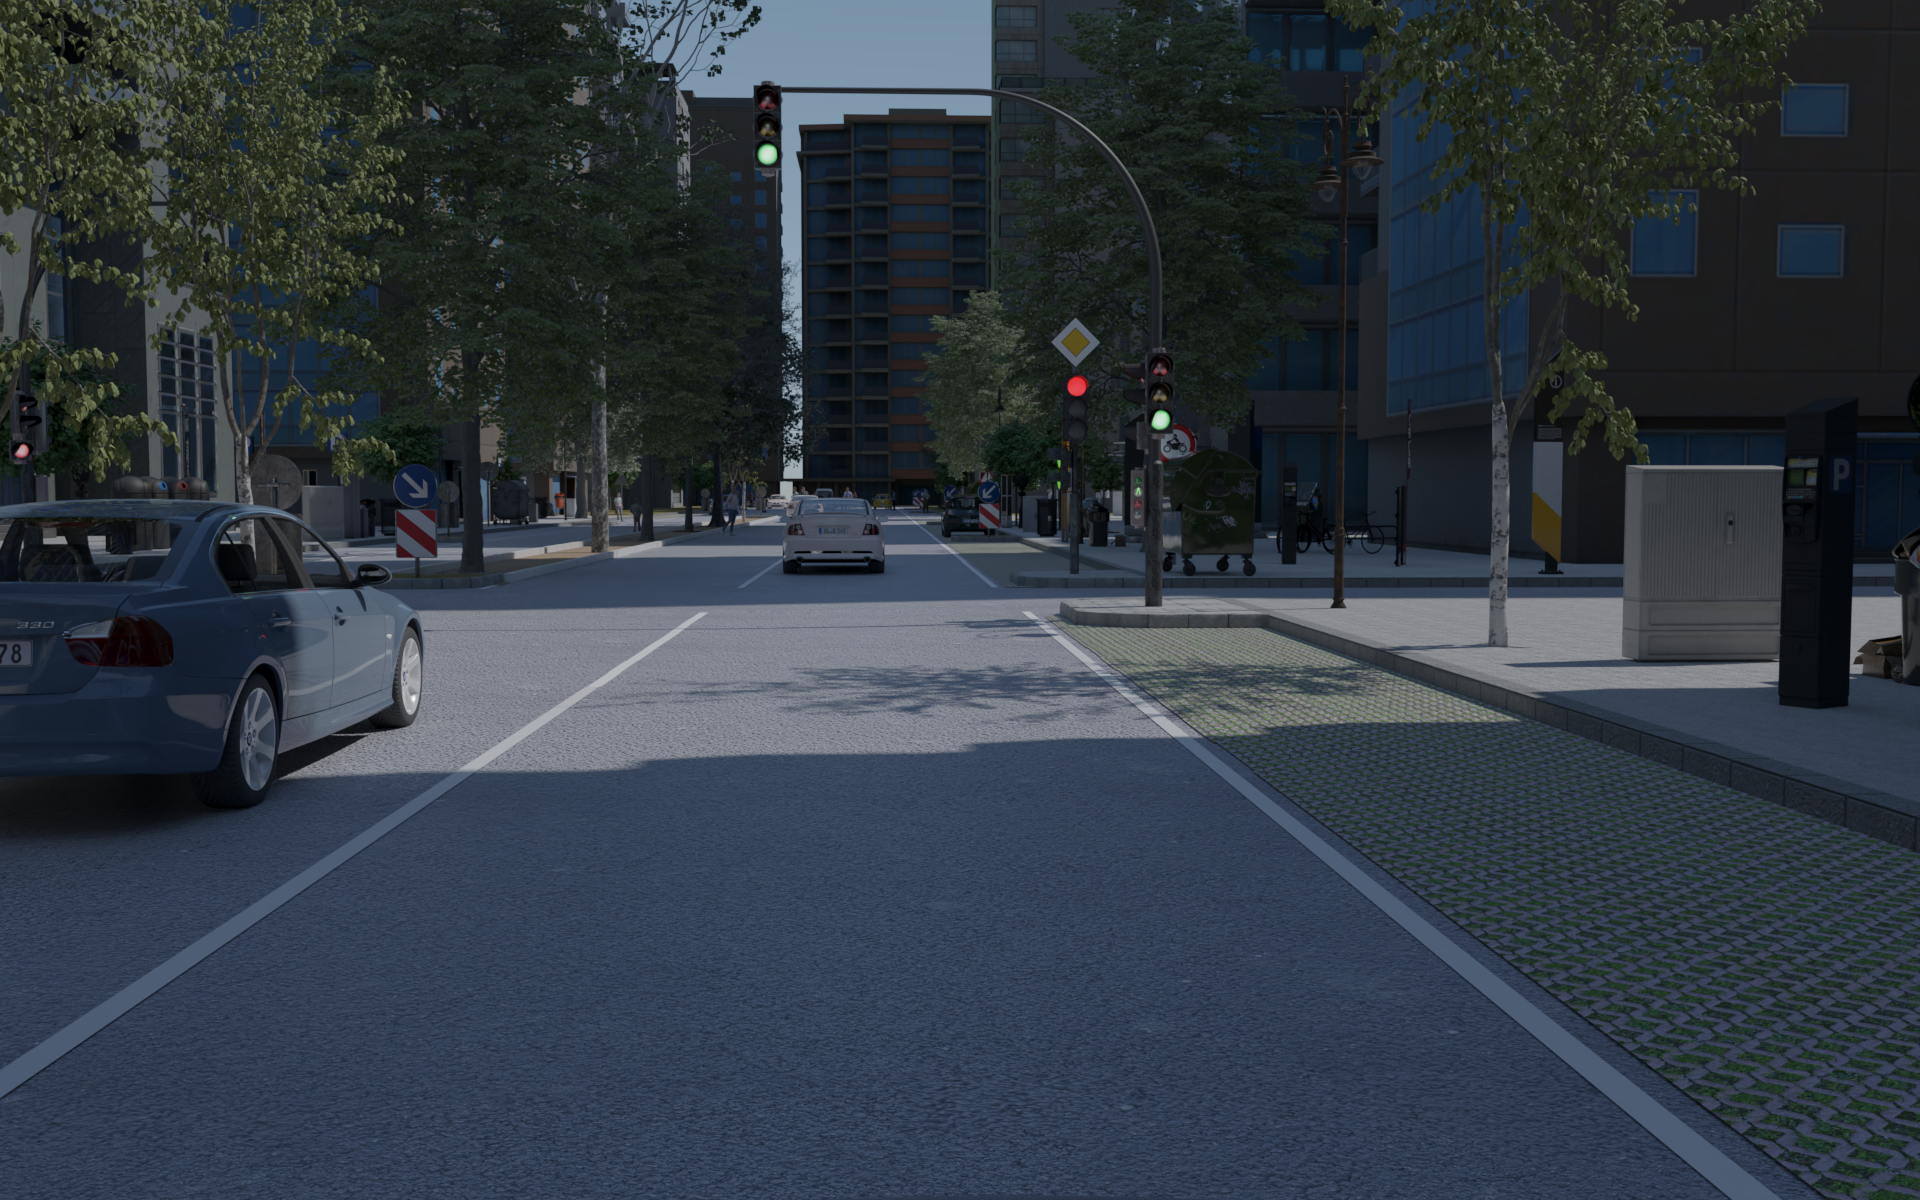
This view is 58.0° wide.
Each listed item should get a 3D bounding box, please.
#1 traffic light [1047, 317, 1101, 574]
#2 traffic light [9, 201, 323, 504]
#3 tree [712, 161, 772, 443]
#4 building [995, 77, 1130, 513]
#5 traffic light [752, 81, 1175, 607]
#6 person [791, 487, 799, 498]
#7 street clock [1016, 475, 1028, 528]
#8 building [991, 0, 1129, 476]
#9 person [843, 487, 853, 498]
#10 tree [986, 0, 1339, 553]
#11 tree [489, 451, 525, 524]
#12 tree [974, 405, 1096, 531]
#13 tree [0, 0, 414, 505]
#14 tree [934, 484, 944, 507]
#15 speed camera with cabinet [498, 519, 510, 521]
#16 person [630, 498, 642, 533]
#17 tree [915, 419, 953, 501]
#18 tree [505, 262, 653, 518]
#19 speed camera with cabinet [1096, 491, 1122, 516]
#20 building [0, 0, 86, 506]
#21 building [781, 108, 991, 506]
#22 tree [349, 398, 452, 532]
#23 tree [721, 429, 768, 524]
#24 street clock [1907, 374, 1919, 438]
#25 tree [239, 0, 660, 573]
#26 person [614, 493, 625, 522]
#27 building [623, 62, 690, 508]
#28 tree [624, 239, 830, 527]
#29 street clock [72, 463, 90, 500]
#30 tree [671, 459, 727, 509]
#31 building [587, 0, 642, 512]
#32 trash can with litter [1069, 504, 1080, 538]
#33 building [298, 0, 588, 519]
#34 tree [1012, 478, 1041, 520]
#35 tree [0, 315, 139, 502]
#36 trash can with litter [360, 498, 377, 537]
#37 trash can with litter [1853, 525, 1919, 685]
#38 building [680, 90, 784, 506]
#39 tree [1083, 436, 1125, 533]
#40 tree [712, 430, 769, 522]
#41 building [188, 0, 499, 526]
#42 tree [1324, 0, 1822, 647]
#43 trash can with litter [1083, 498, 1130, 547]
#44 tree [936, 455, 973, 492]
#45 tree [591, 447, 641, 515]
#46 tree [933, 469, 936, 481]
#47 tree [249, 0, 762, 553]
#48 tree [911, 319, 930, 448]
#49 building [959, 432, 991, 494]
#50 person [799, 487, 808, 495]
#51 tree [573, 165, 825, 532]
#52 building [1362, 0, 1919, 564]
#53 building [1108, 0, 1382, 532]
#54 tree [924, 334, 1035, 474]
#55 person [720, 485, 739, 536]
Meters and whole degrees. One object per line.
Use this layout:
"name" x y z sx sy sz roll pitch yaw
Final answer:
"traffic light" 1.817 -2.370 27.676 0.839 4.253 0.868 0 4 -3
"traffic light" -12.391 -3.203 27.041 4.771 5.953 1.251 0 4 -3
"tree" -9.643 -8.083 52.746 7.486 12.596 7.792 0 3 0
"building" 9.394 -21.544 123.943 14.160 30.474 14.107 0 4 -3
"traffic light" 0.099 -2.740 19.462 4.771 5.953 1.251 0 4 -3
"person" -8.684 -5.062 91.363 0.778 1.811 0.616 -1 4 -9
"street clock" 2.312 -3.675 64.662 0.358 2.002 0.471 3 5 43
"building" 9.371 -27.776 137.734 14.154 41.232 14.086 0 4 -3
"person" -6.901 -5.940 105.481 0.709 1.838 0.599 1 4 21
"tree" 4.597 -7.307 37.599 7.486 12.596 7.792 0 3 0
"tree" -19.224 -4.836 73.675 1.663 3.219 1.824 0 3 0
"tree" 3.609 -4.736 61.144 4.285 4.588 4.351 0 3 0
"tree" -7.538 -3.987 18.013 4.737 8.622 4.395 0 3 0
"tree" -1.941 -11.161 177.077 1.663 3.219 1.824 0 3 0
"speed camera with cabinet" -22.183 -5.492 84.129 0.660 3.252 2.038 -1 4 -16
"person" -11.530 -2.993 61.700 0.475 1.303 0.640 0 4 1
"tree" -1.554 -12.170 149.348 4.360 8.622 3.978 0 3 0
"tree" -19.915 -11.285 91.165 9.857 13.997 8.962 0 3 0
"speed camera with cabinet" 9.060 -6.590 102.078 2.038 3.252 0.660 2 4 25
"building" -33.610 -44.589 41.702 22.319 86.520 31.000 0 4 -3
"building" -5.618 -33.336 199.665 28.867 44.769 22.147 0 4 -3
"tree" -19.175 -4.629 59.396 4.285 4.588 4.351 0 3 0
"tree" -10.844 -7.958 82.928 4.737 8.622 4.395 0 3 0
"street clock" 5.325 -0.287 9.269 0.471 2.002 0.358 3 4 37
"tree" -8.696 -6.722 30.487 7.486 12.596 7.792 0 3 0
"person" -17.669 -4.818 89.867 0.523 1.515 0.503 1 4 19
"building" -33.266 -29.555 166.820 14.086 41.232 14.154 0 4 -3
"tree" -10.541 -9.520 75.110 9.611 12.733 9.660 0 3 0
"street clock" -20.736 -2.222 40.897 0.471 2.002 0.358 3 5 42
"tree" -23.240 -10.163 149.874 4.285 4.588 4.351 0 3 0
"building" -36.920 -31.231 130.242 23.786 49.044 30.456 0 4 -3
"trash can with litter" 3.600 -2.385 50.388 0.624 1.170 1.055 3 5 44
"building" -31.254 -28.008 108.038 14.600 45.320 14.200 0 4 -3
"tree" 3.124 -5.555 85.430 1.663 3.219 1.824 0 3 0
"tree" -16.981 -2.935 31.703 4.285 4.588 4.351 0 3 0
"trash can with litter" -17.848 -2.466 51.699 0.624 1.170 1.055 -3 5 -42
"trash can with litter" 6.508 -0.027 11.828 0.624 1.170 1.055 0 4 -5
"building" -27.380 -33.366 195.643 14.200 45.320 14.600 0 4 -3
"tree" 4.756 -3.820 57.065 1.663 3.219 1.824 0 3 0
"tree" -10.959 -8.241 87.568 4.360 8.622 3.978 0 3 0
"building" -28.125 -25.913 73.788 14.600 45.320 14.200 0 4 -3
"tree" 4.708 -3.903 14.169 4.737 8.622 4.395 0 3 0
"trash can with litter" 3.627 -1.893 42.341 1.055 1.170 0.624 0 4 1
"tree" 2.177 -5.231 69.236 4.285 4.588 4.351 0 3 0
"tree" -21.611 -7.624 108.366 4.285 4.588 4.351 0 3 0
"tree" -0.499 -9.215 134.370 4.285 4.588 4.351 0 3 0
"tree" -10.013 -11.254 42.357 12.611 20.169 13.585 0 3 0
"tree" 1.139 -10.897 96.292 7.486 12.596 7.792 0 3 0
"building" 11.767 -51.781 159.297 22.319 86.520 31.000 0 4 -3
"person" -8.717 -5.460 97.578 0.655 1.846 0.447 -2 4 -30
"tree" -10.094 -9.259 64.204 12.009 13.543 11.850 0 3 0
"building" 17.668 -23.672 37.142 14.200 45.320 14.600 0 4 -3
"building" 18.284 -27.574 70.436 23.786 49.044 30.456 0 4 -3
"tree" 1.264 -11.252 109.731 9.928 11.665 9.643 0 3 0
"person" -7.982 -3.087 59.640 0.598 1.740 0.731 1 4 12
